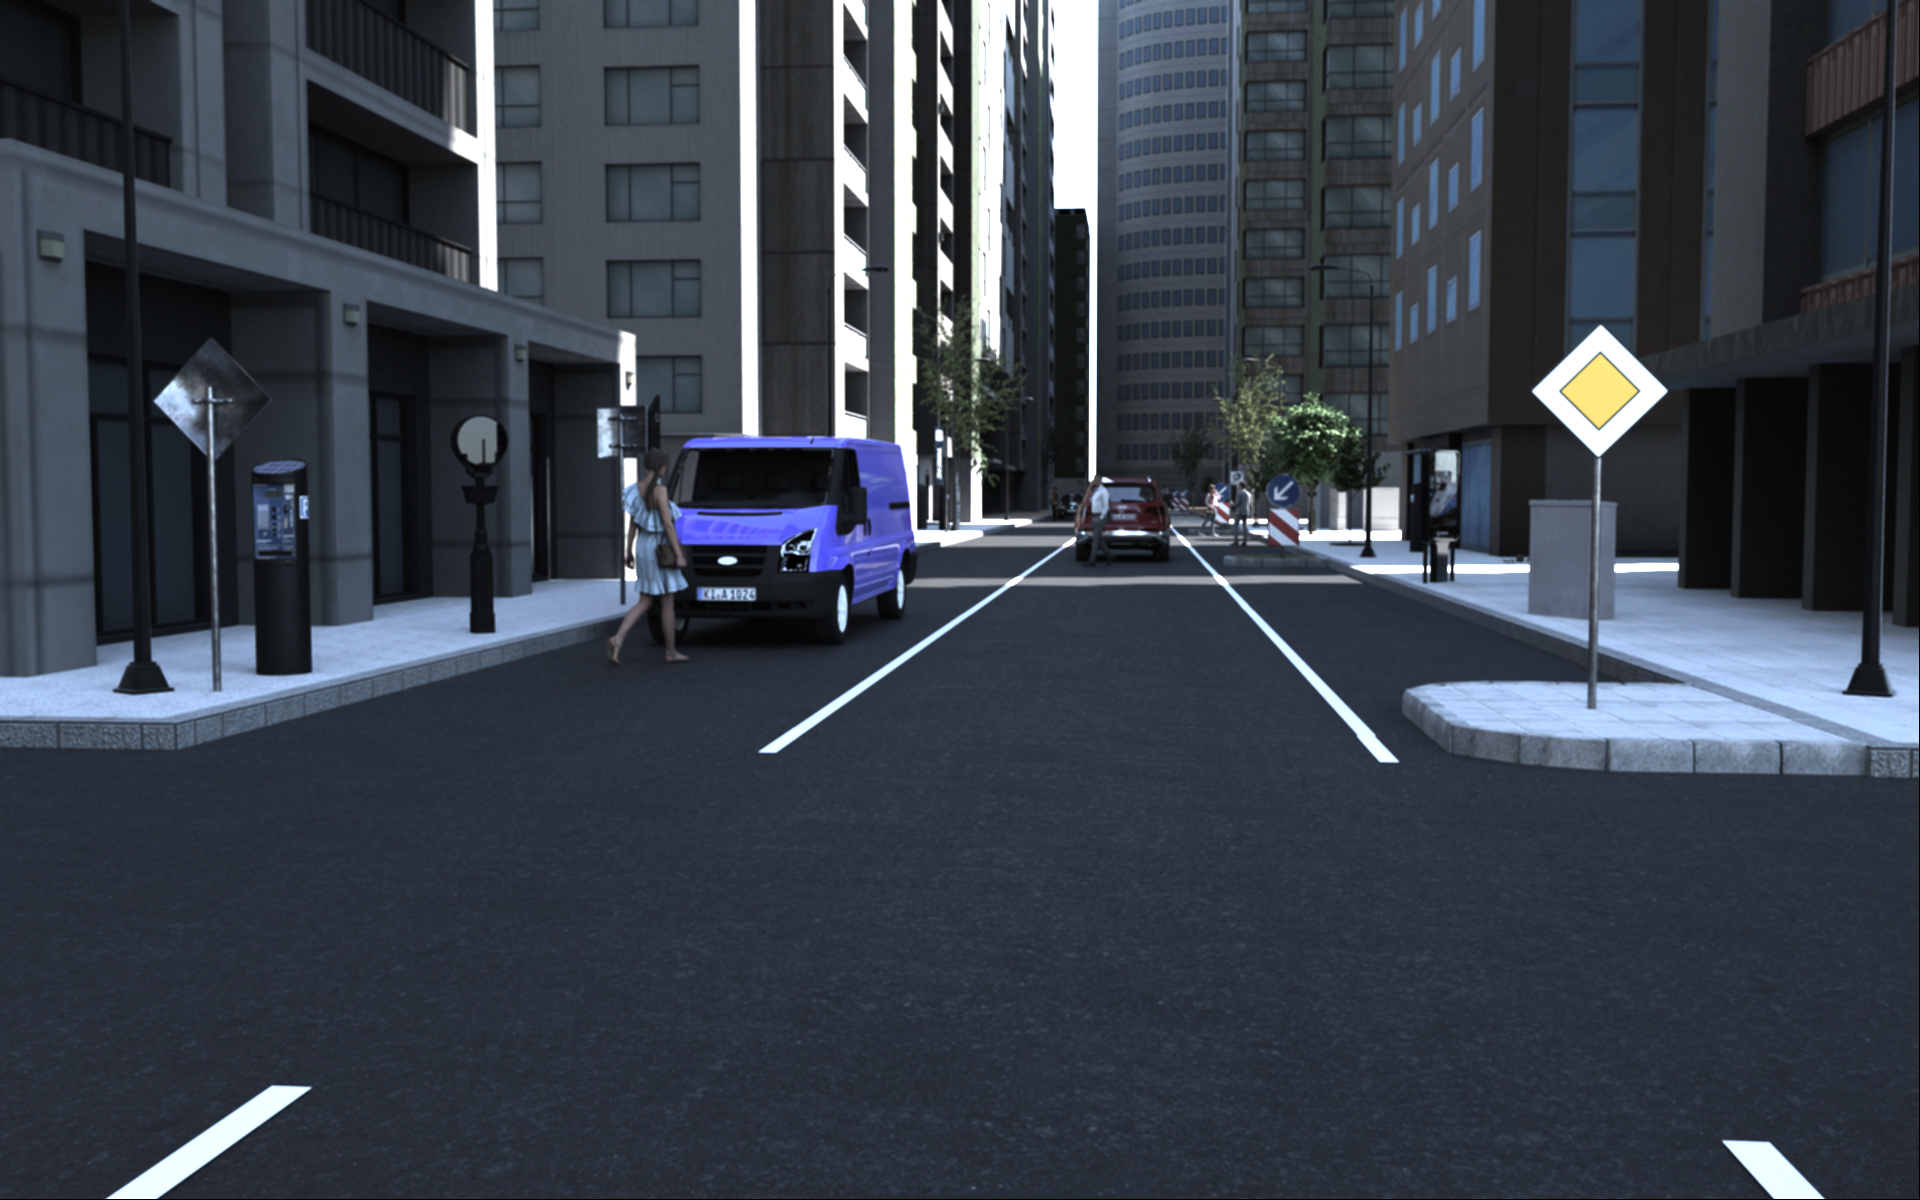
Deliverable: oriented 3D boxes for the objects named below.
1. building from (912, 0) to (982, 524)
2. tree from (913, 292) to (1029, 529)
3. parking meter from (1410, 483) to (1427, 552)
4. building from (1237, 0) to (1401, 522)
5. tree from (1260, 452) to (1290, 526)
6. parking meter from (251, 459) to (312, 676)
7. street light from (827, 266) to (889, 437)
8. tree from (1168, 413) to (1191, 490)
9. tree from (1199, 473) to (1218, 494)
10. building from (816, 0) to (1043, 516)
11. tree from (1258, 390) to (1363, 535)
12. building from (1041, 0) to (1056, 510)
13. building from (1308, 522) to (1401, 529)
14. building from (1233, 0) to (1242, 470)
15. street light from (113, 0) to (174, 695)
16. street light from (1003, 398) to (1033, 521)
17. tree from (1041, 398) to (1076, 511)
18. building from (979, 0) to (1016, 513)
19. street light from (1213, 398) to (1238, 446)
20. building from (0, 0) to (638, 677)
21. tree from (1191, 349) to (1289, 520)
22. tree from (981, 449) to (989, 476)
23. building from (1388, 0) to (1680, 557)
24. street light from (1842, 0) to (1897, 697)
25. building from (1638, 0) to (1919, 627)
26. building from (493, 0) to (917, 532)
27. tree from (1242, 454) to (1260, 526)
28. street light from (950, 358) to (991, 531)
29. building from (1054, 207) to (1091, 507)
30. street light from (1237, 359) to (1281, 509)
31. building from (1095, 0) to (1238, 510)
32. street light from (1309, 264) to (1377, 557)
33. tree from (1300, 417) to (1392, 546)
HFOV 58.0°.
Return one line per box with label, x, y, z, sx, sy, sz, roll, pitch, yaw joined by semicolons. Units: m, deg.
building;-6.690;-18.502;74.213;14.160;30.474;14.107;0;4;6
tree;0.075;-6.903;63.224;4.737;8.622;4.395;0;3;0
parking meter;10.179;-1.835;38.415;0.372;1.533;0.369;0;3;0
building;22.515;-19.855;96.330;14.160;30.474;14.107;0;4;6
tree;11.879;-4.158;62.589;1.663;3.219;1.824;0;3;0
parking meter;-4.845;-0.242;12.374;0.372;1.533;0.369;0;3;0
street light;-2.138;-3.846;35.427;1.470;5.913;1.316;0;4;6
tree;20.574;-12.460;154.089;4.737;8.622;4.395;0;3;0
tree;21.075;-9.341;147.328;1.663;3.219;1.824;0;3;0
building;-1.619;-26.796;121.711;14.154;41.232;14.086;0;4;6
tree;10.969;-4.326;54.446;4.285;4.588;4.351;0;3;0
building;-5.972;-37.211;150.402;28.212;58.520;21.231;0;4;6
building;21.025;-18.203;69.326;14.160;30.474;14.107;0;4;6
building;32.609;-32.186;115.487;28.713;52.752;27.495;0;4;6
street light;-4.764;-2.353;11.006;1.470;5.913;1.316;0;4;6
street light;2.819;-6.801;83.734;1.470;5.913;1.316;0;4;6
tree;6.722;-11.108;131.983;4.360;8.622;3.978;0;3;0
building;-10.980;-31.297;100.948;28.713;52.752;27.495;0;4;6
street light;12.908;-6.808;83.846;1.470;5.913;1.316;0;4;6
building;-15.606;-35.657;21.237;20.563;71.187;20.611;0;4;6
tree;14.526;-8.349;86.862;4.737;8.622;4.395;0;3;0
tree;-0.305;-6.183;84.811;4.285;4.588;4.351;0;3;0
building;18.228;-23.847;40.012;14.600;45.320;14.200;0;4;6
street light;5.298;-2.352;10.991;1.470;5.913;1.316;0;4;6
building;22.773;-22.193;17.484;28.867;44.769;22.147;0;4;6
building;-9.172;-22.530;51.968;14.154;41.232;14.086;0;4;6
tree;12.634;-4.651;70.650;1.663;3.219;1.824;0;3;0
street light;0.344;-5.310;59.366;1.470;5.913;1.316;0;4;6
building;6.262;-24.803;177.229;14.107;30.474;14.160;0;4;6
street light;10.411;-5.317;59.476;1.470;5.913;1.316;0;4;6
building;28.186;-38.921;178.351;28.212;58.520;21.231;0;4;6
street light;7.763;-3.828;35.123;1.470;5.913;1.316;0;4;6
tree;9.669;-2.975;43.235;1.663;3.219;1.824;0;3;0
